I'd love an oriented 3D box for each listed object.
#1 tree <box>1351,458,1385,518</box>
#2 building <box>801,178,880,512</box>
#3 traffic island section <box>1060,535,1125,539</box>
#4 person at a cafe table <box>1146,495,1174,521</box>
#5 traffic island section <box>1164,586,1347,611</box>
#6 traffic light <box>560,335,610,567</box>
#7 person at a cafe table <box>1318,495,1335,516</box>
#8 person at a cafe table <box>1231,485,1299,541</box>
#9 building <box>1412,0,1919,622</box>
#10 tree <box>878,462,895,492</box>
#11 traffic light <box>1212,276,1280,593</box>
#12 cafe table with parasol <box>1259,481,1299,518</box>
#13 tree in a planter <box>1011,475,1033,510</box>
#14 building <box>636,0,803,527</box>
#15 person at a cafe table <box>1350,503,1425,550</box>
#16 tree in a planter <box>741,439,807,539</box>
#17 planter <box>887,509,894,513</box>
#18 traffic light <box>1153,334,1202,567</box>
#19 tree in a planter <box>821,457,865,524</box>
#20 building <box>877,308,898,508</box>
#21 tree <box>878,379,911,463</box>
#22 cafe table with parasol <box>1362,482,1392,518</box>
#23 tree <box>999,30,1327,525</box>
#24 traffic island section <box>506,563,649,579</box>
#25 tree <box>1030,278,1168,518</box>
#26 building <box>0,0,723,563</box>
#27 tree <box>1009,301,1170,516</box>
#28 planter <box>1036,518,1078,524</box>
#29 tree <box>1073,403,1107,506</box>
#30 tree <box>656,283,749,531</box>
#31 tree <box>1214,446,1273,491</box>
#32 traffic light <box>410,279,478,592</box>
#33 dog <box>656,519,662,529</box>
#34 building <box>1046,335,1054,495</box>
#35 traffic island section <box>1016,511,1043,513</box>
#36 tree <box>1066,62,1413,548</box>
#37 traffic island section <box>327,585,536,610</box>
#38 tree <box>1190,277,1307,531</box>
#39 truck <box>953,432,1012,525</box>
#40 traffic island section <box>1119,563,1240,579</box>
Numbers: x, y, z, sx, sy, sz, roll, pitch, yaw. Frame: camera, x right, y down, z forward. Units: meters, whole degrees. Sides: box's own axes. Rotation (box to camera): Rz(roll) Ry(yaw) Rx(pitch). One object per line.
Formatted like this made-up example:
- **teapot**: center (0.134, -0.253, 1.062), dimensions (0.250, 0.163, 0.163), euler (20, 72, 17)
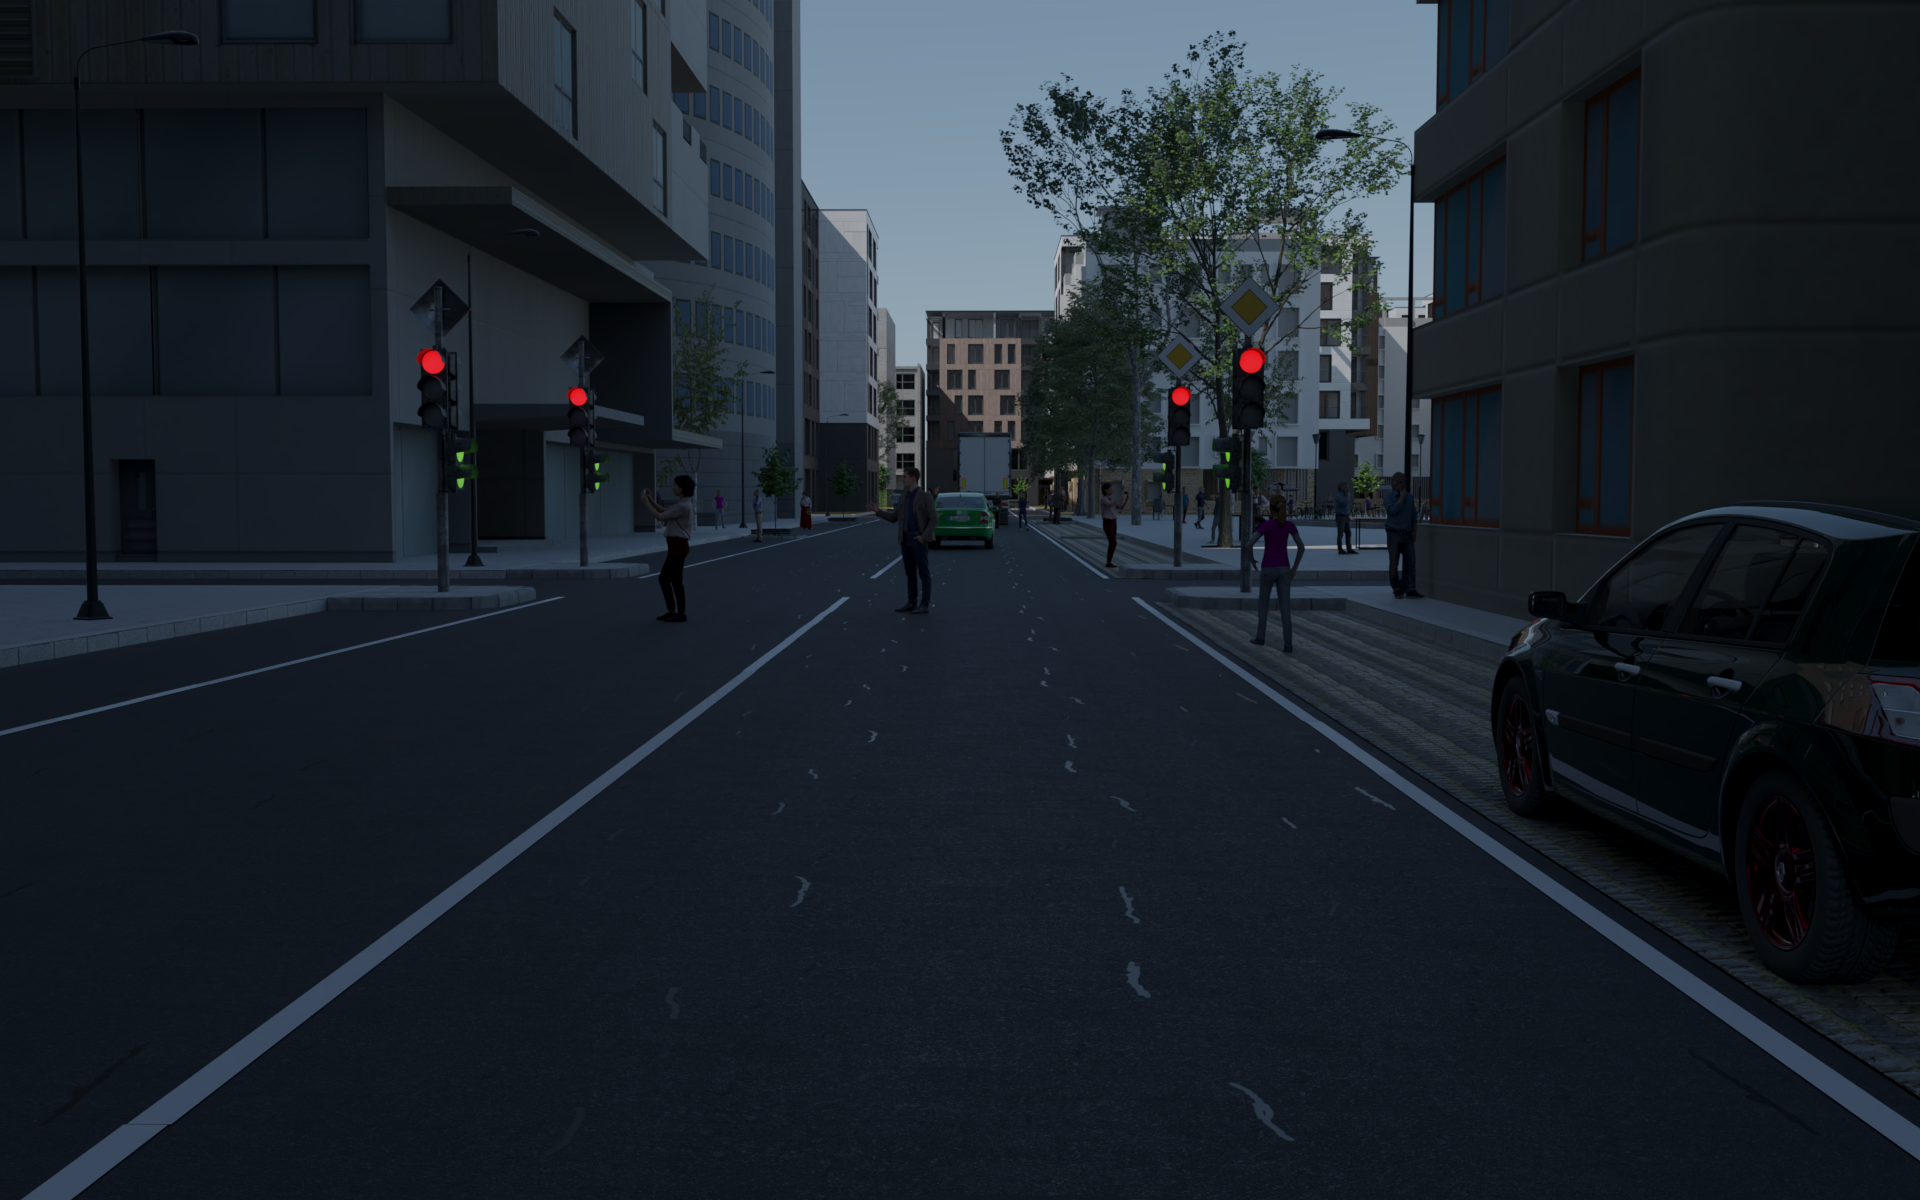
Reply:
- **tree**: center (20.873, -5.802, 89.469), dimensions (1.663, 3.219, 1.824), euler (0, 3, 0)
- **building**: center (-20.642, -17.032, 122.445), dimensions (27.936, 21.610, 32.646), euler (0, 4, 1)
- **traffic island section**: center (4.227, -2.006, 55.671), dimensions (1.991, 0.108, 1.994), euler (0, 4, 1)
- **person at a cafe table**: center (9.946, -4.510, 84.596), dimensions (1.698, 1.238, 1.726), euler (2, 4, 27)
- **traffic island section**: center (3.755, -0.020, 22.612), dimensions (2.009, 0.180, 2.903), euler (0, 4, 1)
- **traffic light**: center (-6.651, -2.550, 30.617), dimensions (0.839, 4.253, 0.868), euler (0, 4, 1)
- **person at a cafe table**: center (21.624, -5.504, 100.853), dimensions (1.698, 1.238, 1.726), euler (0, 4, 4)
- **person at a cafe table**: center (8.130, -2.358, 47.070), dimensions (1.698, 1.524, 1.622), euler (0, 4, -7)
- **building**: center (19.418, -9.919, 7.211), dimensions (27.650, 21.520, 28.899), euler (0, 4, 1)
- **tree**: center (-7.511, -10.573, 156.580), dimensions (4.285, 4.588, 4.351), euler (0, 3, 0)
- **traffic light**: center (3.715, -2.054, 22.498), dimensions (0.839, 4.253, 0.868), euler (0, 4, 1)
- **cafe table with parasol**: center (17.095, -5.384, 92.892), dimensions (2.610, 1.966, 2.610), euler (-2, 4, -30)
- **tree in a planter**: center (5.721, -9.959, 160.047), dimensions (1.991, 3.239, 1.994), euler (0, 4, 1)
- **building**: center (-19.228, -32.825, 78.685), dimensions (21.231, 58.520, 28.212), euler (0, 4, 1)
- **person at a cafe table**: center (9.953, -1.944, 40.301), dimensions (1.622, 1.524, 1.698), euler (1, 4, 9)
- **tree in a planter**: center (-6.008, -3.609, 56.225), dimensions (1.991, 3.239, 1.994), euler (0, 4, 1)
- **planter**: center (-4.902, -6.848, 133.109), dimensions (1.991, 0.319, 1.994), euler (0, 4, 1)
- **traffic light**: center (3.829, -2.542, 30.483), dimensions (0.839, 4.253, 0.868), euler (0, 4, 1)
- **tree in a planter**: center (-5.608, -5.257, 83.166), dimensions (1.991, 3.239, 1.994), euler (0, 4, 1)
- **building**: center (-22.600, -18.773, 173.402), dimensions (31.486, 18.905, 16.747), euler (0, 4, 1)
- **tree**: center (-7.947, -13.369, 144.332), dimensions (9.928, 11.665, 9.643), euler (0, 3, 0)
- **cafe table with parasol**: center (22.848, -5.476, 94.396), dimensions (2.610, 1.966, 2.610), euler (-2, 4, -35)
- **tree**: center (8.577, -13.110, 70.244), dimensions (12.611, 20.169, 13.585), euler (0, 3, 0)
- **traffic island section**: center (-6.691, -0.518, 30.752), dimensions (2.009, 0.180, 2.903), euler (0, 4, 1)
- **tree**: center (7.301, -10.575, 91.036), dimensions (7.486, 12.596, 7.792), euler (0, 3, 0)
- **building**: center (-21.484, -27.759, 43.103), dimensions (28.713, 52.752, 27.495), euler (0, 4, 1)
- **tree**: center (7.162, -11.306, 101.867), dimensions (9.611, 12.733, 9.660), euler (0, 3, 0)
- **planter**: center (4.620, -3.759, 82.605), dimensions (1.991, 0.319, 1.994), euler (0, 4, 1)
- **tree**: center (8.024, -9.850, 111.407), dimensions (4.360, 8.622, 3.978), euler (0, 3, 0)
- **tree**: center (-9.390, -6.761, 60.901), dimensions (4.737, 8.622, 4.395), euler (0, 3, 0)
- **tree**: center (16.645, -7.217, 101.712), dimensions (4.285, 4.588, 4.351), euler (0, 3, 0)
- **traffic light**: center (-6.766, -2.062, 22.632), dimensions (0.839, 4.253, 0.868), euler (0, 4, 1)
- **dog**: center (-11.273, -3.050, 64.241), dimensions (0.800, 0.831, 0.513), euler (3, 5, 40)
- **building**: center (16.736, -19.555, 176.148), dimensions (16.016, 20.091, 11.380), euler (0, 4, 1)
- **traffic island section**: center (5.338, -6.748, 133.201), dimensions (1.991, 0.108, 1.994), euler (0, 4, 1)
- **tree**: center (6.491, -7.060, 41.185), dimensions (9.928, 11.665, 9.643), euler (0, 3, 0)
- **traffic island section**: center (-6.806, -0.030, 22.768), dimensions (2.009, 0.180, 2.903), euler (0, 4, 1)
- **tree**: center (9.639, -6.684, 59.643), dimensions (4.737, 8.622, 4.395), euler (0, 3, 0)
- **truck**: center (1.081, -5.822, 84.110), dimensions (2.839, 4.237, 11.283), euler (0, 4, 0)
- **traffic island section**: center (3.869, -0.509, 30.596), dimensions (2.009, 0.180, 2.903), euler (0, 4, 1)
